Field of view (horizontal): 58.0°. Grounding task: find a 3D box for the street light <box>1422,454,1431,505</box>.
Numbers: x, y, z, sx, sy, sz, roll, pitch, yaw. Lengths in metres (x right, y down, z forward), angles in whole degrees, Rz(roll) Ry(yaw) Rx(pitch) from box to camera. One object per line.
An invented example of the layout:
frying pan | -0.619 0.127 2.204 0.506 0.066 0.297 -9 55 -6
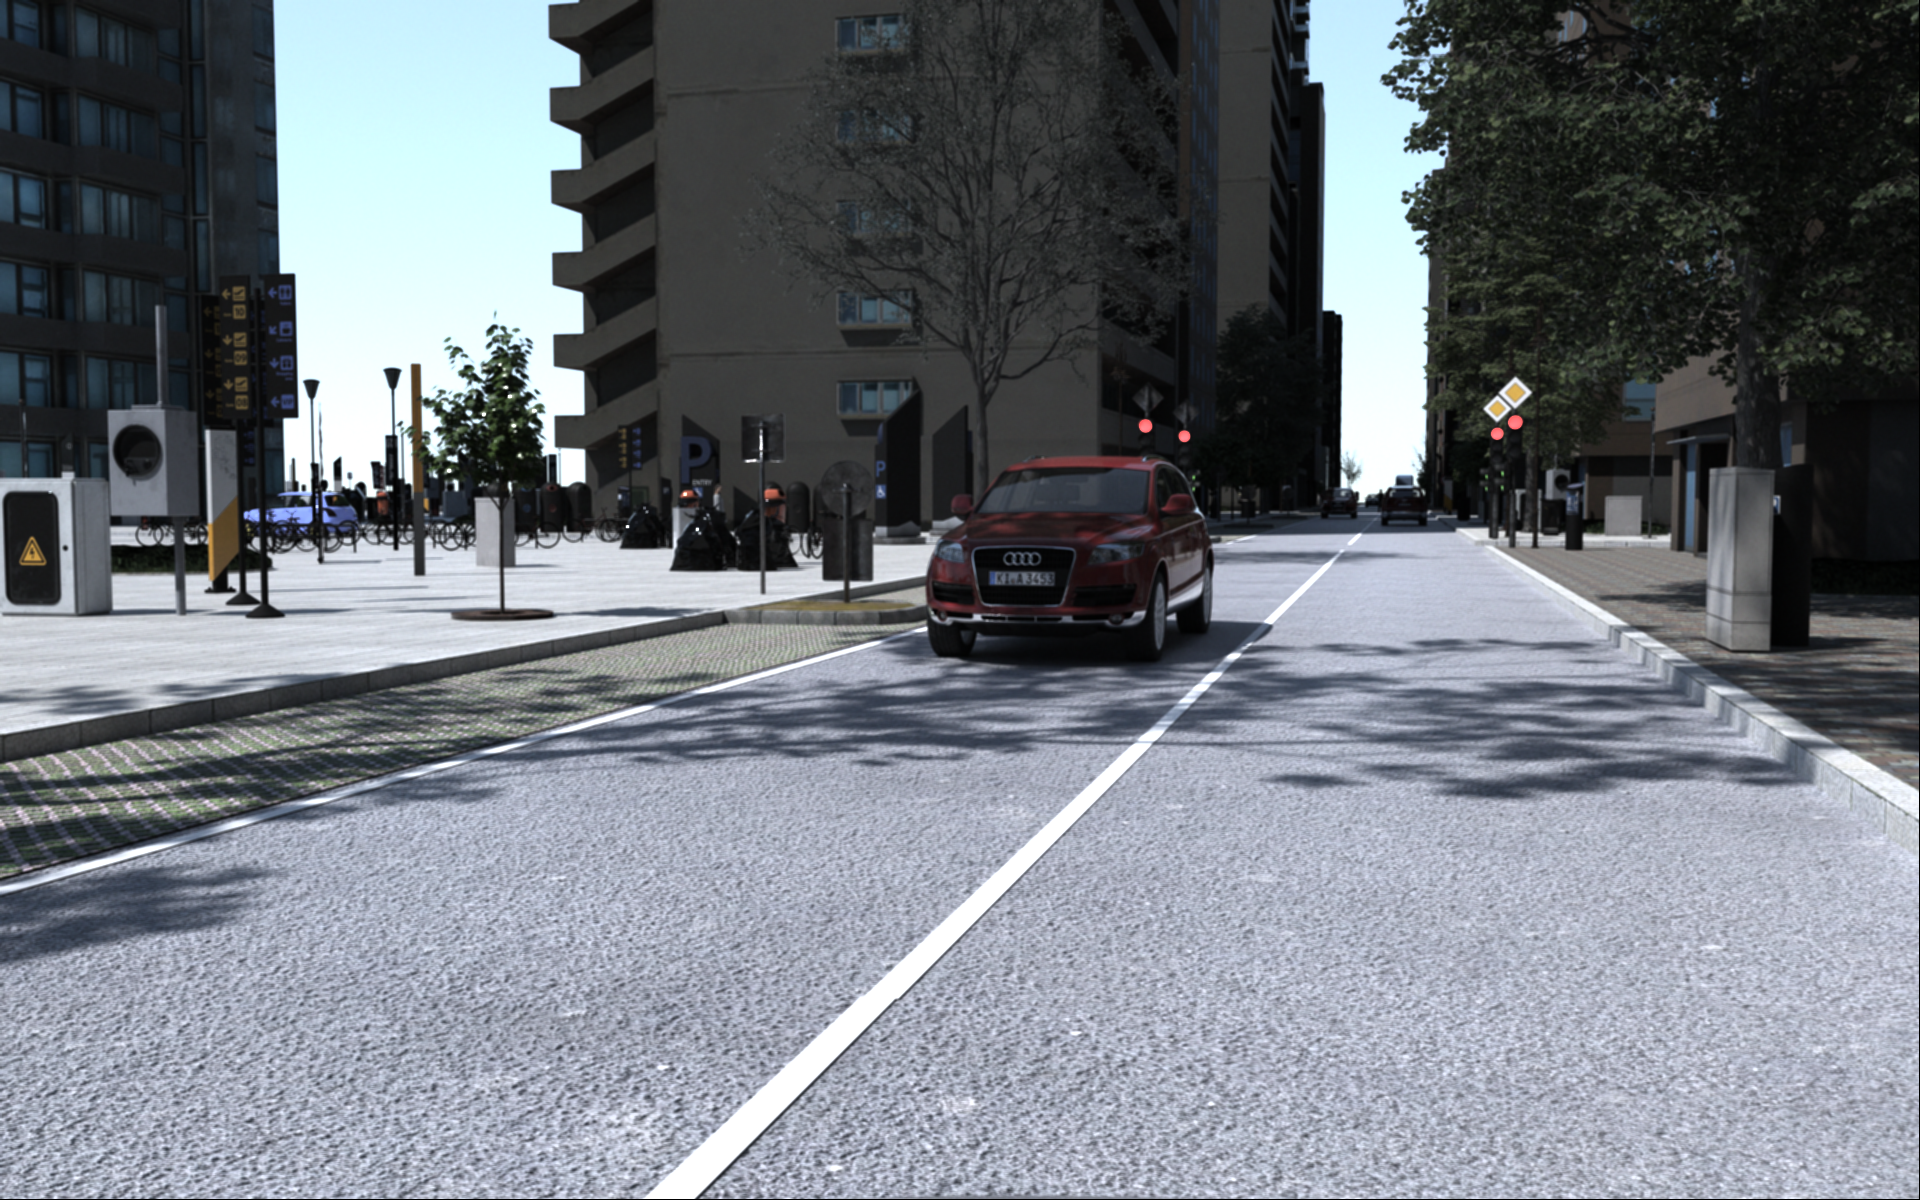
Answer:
street light | 55.819 -14.319 206.906 0.468 5.910 1.993 1 4 14

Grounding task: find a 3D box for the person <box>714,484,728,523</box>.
person | -7.086 -2.532 50.655 0.466 1.731 0.760 3 5 39

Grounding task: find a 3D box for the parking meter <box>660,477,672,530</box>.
parking meter | -9.962 -3.243 58.734 0.399 1.863 0.255 -1 4 -16

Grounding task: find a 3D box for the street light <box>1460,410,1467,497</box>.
street light | 25.218 -6.969 86.724 0.468 5.910 1.993 1 4 14

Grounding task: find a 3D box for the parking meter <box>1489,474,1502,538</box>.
parking meter | 15.537 -2.731 50.371 0.255 1.863 0.399 1 4 15

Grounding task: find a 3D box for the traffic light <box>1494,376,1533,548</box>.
traffic light | 13.209 -3.208 41.369 0.839 4.253 0.868 1 4 14

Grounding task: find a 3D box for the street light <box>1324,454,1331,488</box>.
street light | 41.233 -13.597 195.104 0.468 5.910 1.993 1 4 14

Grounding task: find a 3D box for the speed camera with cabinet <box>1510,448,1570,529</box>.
speed camera with cabinet | 21.225 -4.222 63.361 2.038 3.252 0.660 0 4 -7

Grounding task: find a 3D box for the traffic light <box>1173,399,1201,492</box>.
traffic light | 6.686 -3.812 51.248 0.839 4.253 0.868 1 4 14

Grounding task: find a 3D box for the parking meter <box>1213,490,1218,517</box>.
parking meter | 13.664 -5.119 92.108 0.372 1.533 0.369 0 3 0

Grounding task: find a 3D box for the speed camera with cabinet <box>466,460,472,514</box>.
speed camera with cabinet | -28.211 -6.356 98.258 0.660 3.252 2.038 -3 4 -36

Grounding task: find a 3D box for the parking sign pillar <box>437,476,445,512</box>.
parking sign pillar | -37.144 -8.286 123.952 1.447 3.967 1.447 -1 4 -20

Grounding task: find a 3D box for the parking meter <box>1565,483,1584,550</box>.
parking meter | 14.036 -1.905 39.553 0.372 1.533 0.369 0 3 0

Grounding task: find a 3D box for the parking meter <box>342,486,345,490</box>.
parking meter | -45.988 -7.536 128.932 0.399 1.863 0.255 -3 4 -36

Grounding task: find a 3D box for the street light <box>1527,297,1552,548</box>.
street light | 13.607 -4.160 40.801 0.468 5.910 1.993 1 4 14

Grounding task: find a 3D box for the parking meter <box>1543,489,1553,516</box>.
parking meter | 23.643 -3.745 69.634 0.372 1.533 0.369 0 3 0

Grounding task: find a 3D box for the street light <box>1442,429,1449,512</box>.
street light | 35.390 -9.396 126.408 0.468 5.910 1.993 1 4 14

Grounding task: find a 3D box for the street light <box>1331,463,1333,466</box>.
street light | 44.228 -14.310 206.757 0.468 5.910 1.993 1 4 14

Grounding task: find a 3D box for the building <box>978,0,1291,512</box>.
building | 14.572 -31.420 137.424 21.300 48.544 21.600 1 4 14

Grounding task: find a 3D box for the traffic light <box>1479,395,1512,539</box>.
traffic light | 15.181 -3.681 49.108 0.839 4.253 0.868 1 4 14

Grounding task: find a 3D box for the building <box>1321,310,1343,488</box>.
building | 51.950 -30.439 269.385 14.160 30.474 14.107 1 4 14

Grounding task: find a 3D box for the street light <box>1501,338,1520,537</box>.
street light | 16.371 -4.821 51.614 0.468 5.910 1.993 1 4 14

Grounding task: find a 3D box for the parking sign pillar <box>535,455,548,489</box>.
parking sign pillar | -28.925 -7.961 118.634 1.447 3.967 1.447 -3 5 -43

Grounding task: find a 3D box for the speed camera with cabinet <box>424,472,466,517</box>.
speed camera with cabinet | -28.484 -6.185 95.455 2.038 3.252 0.660 -3 4 -37

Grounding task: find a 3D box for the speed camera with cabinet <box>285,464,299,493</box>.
speed camera with cabinet | -43.486 -7.347 114.451 2.038 3.252 0.660 1 4 10

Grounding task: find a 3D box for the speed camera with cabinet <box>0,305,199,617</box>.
speed camera with cabinet | -9.103 -1.461 18.227 2.038 3.252 0.660 1 4 11

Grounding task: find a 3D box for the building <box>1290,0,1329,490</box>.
building | 41.921 -57.145 246.992 22.319 86.520 31.000 1 4 14

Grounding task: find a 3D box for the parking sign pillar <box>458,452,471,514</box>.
parking sign pillar | -29.826 -7.133 105.103 1.447 3.967 1.447 2 4 29

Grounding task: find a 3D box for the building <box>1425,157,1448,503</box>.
building | 76.618 -37.846 242.476 21.300 48.544 21.600 1 4 14

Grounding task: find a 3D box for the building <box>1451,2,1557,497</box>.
building | 50.107 -29.349 134.475 22.147 44.769 28.867 1 4 14

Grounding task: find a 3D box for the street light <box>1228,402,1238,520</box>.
street light | 13.717 -6.990 87.069 0.468 5.910 1.993 1 4 14

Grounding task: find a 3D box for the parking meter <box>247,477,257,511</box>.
parking meter | -24.662 -3.343 60.364 0.255 1.863 0.399 -1 4 -16

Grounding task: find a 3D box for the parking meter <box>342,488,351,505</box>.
parking meter | -27.478 -4.228 77.542 0.372 1.533 0.369 0 3 0

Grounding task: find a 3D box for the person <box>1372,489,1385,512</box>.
person | 32.756 -7.726 134.839 1.348 1.822 0.705 1 4 16

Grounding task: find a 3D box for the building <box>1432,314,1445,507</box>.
building | 63.086 -20.325 177.346 27.650 21.520 28.899 1 4 14

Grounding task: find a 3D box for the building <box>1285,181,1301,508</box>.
building | 22.770 -23.436 154.876 14.160 30.474 14.107 1 4 14

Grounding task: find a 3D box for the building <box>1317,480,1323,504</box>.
building | 30.348 -32.486 223.025 32.217 40.220 23.993 1 4 14

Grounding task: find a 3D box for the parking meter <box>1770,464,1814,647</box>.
parking meter | 7.010 -0.383 14.679 0.372 1.533 0.369 0 3 0

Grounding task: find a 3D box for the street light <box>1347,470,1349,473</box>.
street light | 61.744 -18.521 275.604 0.468 5.910 1.993 1 4 14

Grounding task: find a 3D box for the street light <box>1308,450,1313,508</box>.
street light | 32.546 -11.506 160.905 0.468 5.910 1.993 1 4 14

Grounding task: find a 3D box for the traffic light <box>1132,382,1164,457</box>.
traffic light | 4.714 -3.339 43.509 0.839 4.253 0.868 1 4 14

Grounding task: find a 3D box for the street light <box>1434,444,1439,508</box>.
street light | 44.145 -11.487 160.595 0.468 5.910 1.993 1 4 14

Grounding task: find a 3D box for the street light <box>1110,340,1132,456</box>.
street light | 4.839 -4.854 52.144 0.468 5.910 1.993 1 4 14

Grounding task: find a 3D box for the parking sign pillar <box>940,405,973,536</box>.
parking sign pillar | -0.221 -3.955 53.141 1.447 3.967 1.447 3 4 39

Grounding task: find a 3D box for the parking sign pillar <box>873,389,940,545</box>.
parking sign pillar | -1.587 -3.411 44.239 1.447 3.967 1.447 3 5 40

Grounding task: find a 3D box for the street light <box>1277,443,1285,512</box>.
street light | 22.608 -9.120 121.894 0.468 5.910 1.993 1 4 14

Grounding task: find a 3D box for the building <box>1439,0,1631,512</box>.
building | 51.247 -30.976 156.569 14.600 45.320 14.200 1 4 14

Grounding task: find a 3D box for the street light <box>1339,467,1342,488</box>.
street light | 52.960 -16.401 240.944 0.468 5.910 1.993 1 4 14

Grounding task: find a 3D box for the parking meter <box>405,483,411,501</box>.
parking meter | -29.061 -5.213 90.951 0.399 1.863 0.255 -2 4 -25

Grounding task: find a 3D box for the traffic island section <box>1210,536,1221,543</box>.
traffic island section | 6.650 -1.781 51.392 2.009 0.180 2.903 1 4 14

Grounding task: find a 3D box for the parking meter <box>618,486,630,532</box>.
parking meter | -10.861 -2.911 56.009 0.372 1.533 0.369 0 3 0

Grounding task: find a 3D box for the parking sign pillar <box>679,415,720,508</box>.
parking sign pillar | -8.790 -4.282 58.487 1.447 3.967 1.447 1 4 13
